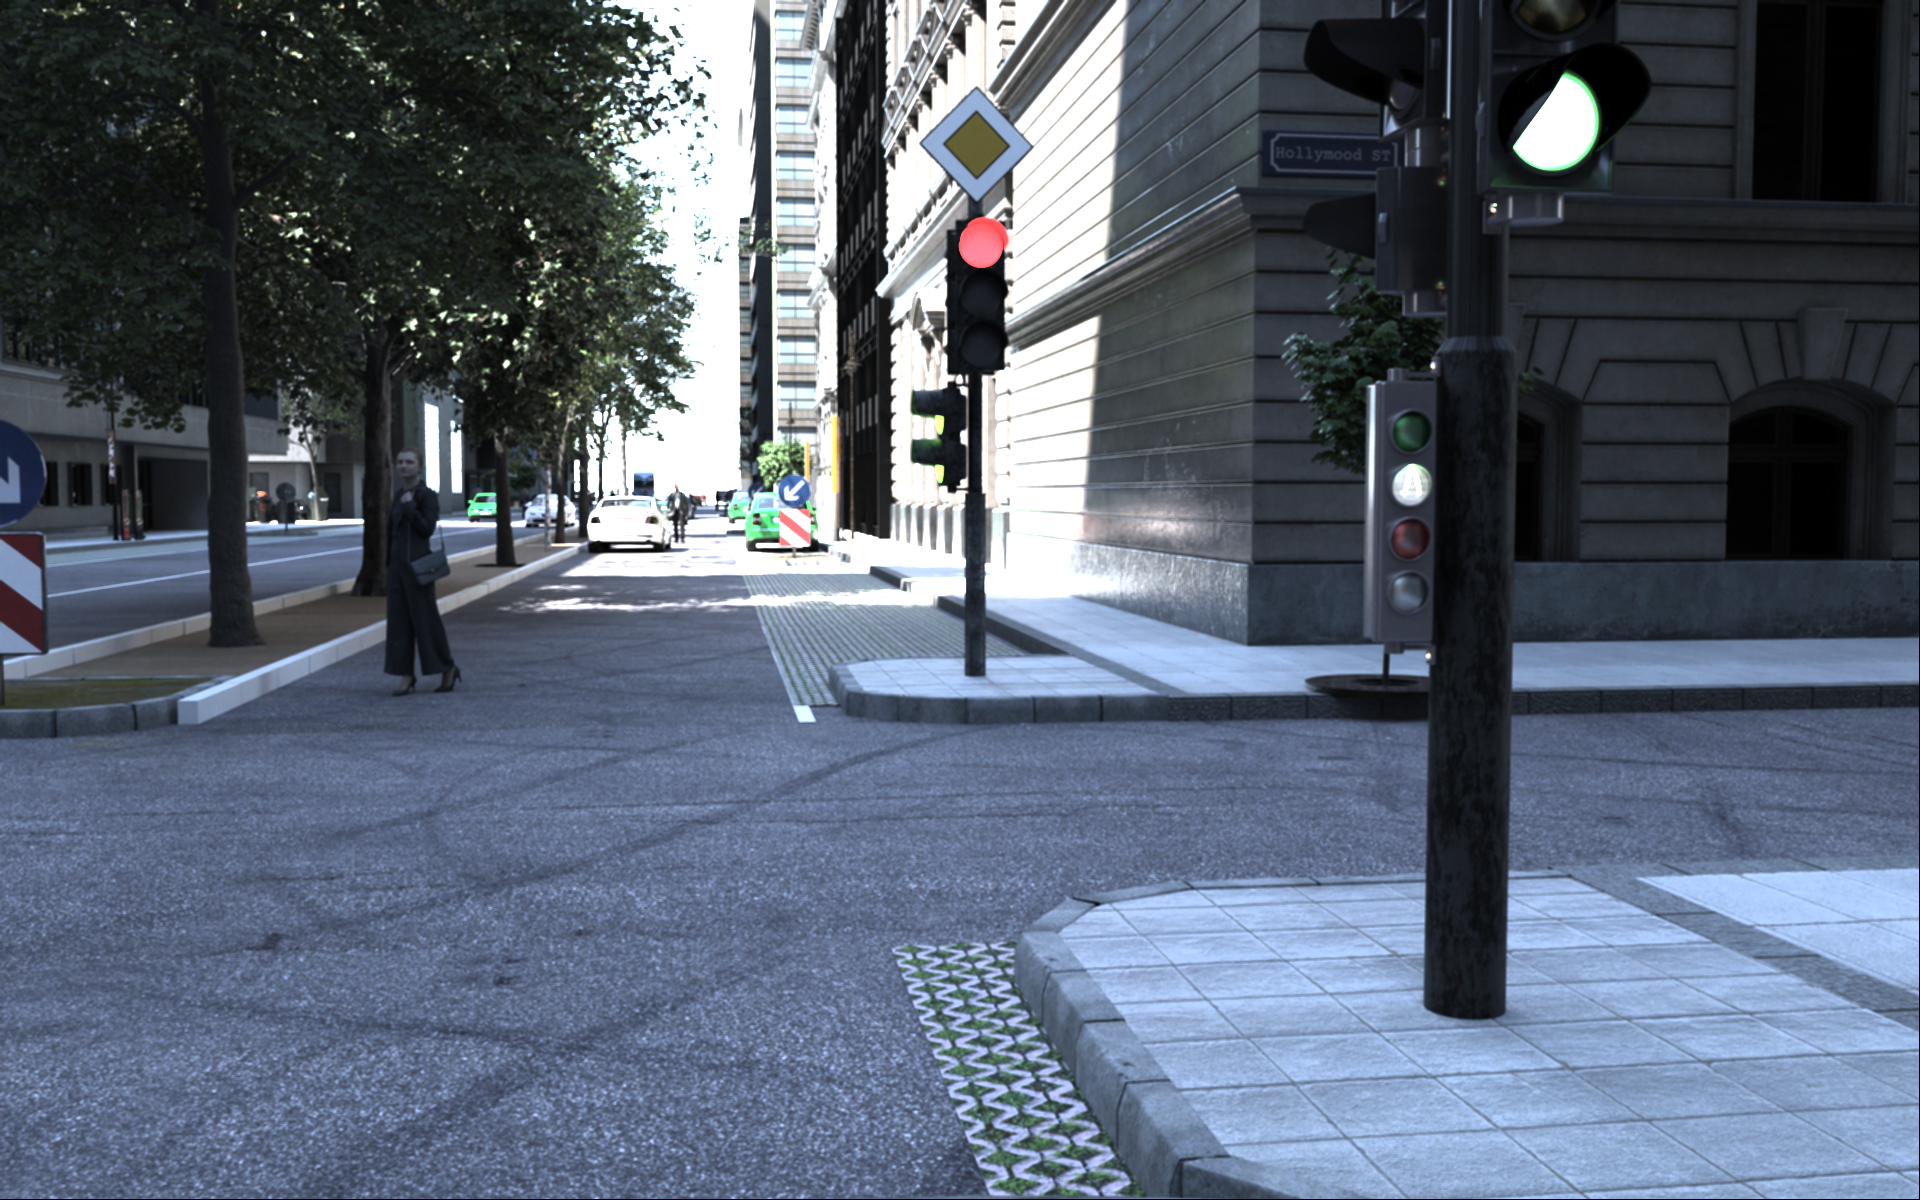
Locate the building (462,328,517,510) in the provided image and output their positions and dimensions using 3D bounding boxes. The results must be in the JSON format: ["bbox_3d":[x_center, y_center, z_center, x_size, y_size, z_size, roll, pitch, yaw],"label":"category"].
[{"bbox_3d":[-51.399,-33.699,140.215,28.713,52.752,27.495,-1,4,-8],"label":"building"}]

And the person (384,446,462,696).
[{"bbox_3d":[-3.913,-0.216,12.448,0.576,1.772,0.534,1,4,16],"label":"person"}]

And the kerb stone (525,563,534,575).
[{"bbox_3d":[-7.656,-0.509,30.512,0.120,0.150,1.000,-1,4,-8],"label":"kerb stone"}]

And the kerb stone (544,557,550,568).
[{"bbox_3d":[-8.093,-0.695,33.556,0.120,0.150,1.000,-1,4,-8],"label":"kerb stone"}]

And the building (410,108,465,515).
[{"bbox_3d":[-43.969,-48.800,110.560,22.319,86.520,31.000,-1,4,-8],"label":"building"}]

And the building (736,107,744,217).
[{"bbox_3d":[-15.280,-39.346,232.552,28.713,52.752,27.495,-1,4,-8],"label":"building"}]

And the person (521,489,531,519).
[{"bbox_3d":[-25.281,-5.624,100.998,0.990,1.755,0.434,3,5,40],"label":"person"}]

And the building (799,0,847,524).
[{"bbox_3d":[0.441,-17.663,76.187,14.401,28.519,23.554,-1,4,-8],"label":"building"}]

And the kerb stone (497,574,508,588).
[{"bbox_3d":[-7.066,-0.260,26.467,0.120,0.150,1.000,-1,4,-8],"label":"kerb stone"}]

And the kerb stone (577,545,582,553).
[{"bbox_3d":[-9.261,-1.182,41.659,0.120,0.150,1.000,-1,4,-8],"label":"kerb stone"}]

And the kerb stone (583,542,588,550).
[{"bbox_3d":[-9.554,-1.314,43.687,0.120,0.150,1.000,-1,4,-8],"label":"kerb stone"}]

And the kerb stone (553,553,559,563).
[{"bbox_3d":[-8.389,-0.817,35.585,0.120,0.150,1.000,-1,4,-8],"label":"kerb stone"}]

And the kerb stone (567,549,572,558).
[{"bbox_3d":[-8.819,-1.005,38.625,0.120,0.150,1.000,-1,4,-8],"label":"kerb stone"}]

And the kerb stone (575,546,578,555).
[{"bbox_3d":[-9.117,-1.128,40.647,0.120,0.150,1.000,-1,4,-8],"label":"kerb stone"}]

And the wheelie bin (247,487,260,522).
[{"bbox_3d":[-32.181,-4.319,78.521,0.980,1.594,0.693,0,4,-3],"label":"wheelie bin"}]

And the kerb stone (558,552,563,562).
[{"bbox_3d":[-8.539,-0.881,36.596,0.120,0.150,1.000,-1,4,-8],"label":"kerb stone"}]

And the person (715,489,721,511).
[{"bbox_3d":[-20.405,-8.395,145.769,0.705,1.822,1.348,-2,4,-29],"label":"person"}]

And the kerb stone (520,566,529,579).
[{"bbox_3d":[-7.500,-0.444,29.502,0.120,0.150,1.000,-1,4,-8],"label":"kerb stone"}]

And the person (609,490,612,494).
[{"bbox_3d":[-31.450,-9.017,155.920,0.705,1.826,1.348,-1,4,-20],"label":"person"}]

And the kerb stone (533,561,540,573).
[{"bbox_3d":[-7.804,-0.570,31.523,0.120,0.150,1.000,-1,4,-8],"label":"kerb stone"}]

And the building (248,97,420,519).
[{"bbox_3d":[-36.912,-19.501,90.541,14.160,30.474,14.107,-1,4,-8],"label":"building"}]

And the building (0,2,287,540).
[{"bbox_3d":[-31.474,-14.275,52.457,14.314,24.678,30.058,-1,4,-8],"label":"building"}]

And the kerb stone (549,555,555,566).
[{"bbox_3d":[-8.241,-0.754,34.568,0.120,0.150,1.000,-1,4,-8],"label":"kerb stone"}]

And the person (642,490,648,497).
[{"bbox_3d":[-21.555,-6.675,118.552,0.530,1.710,0.541,-1,4,-17],"label":"person"}]

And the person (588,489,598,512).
[{"bbox_3d":[-24.668,-6.507,115.616,1.217,1.743,0.721,0,4,-1],"label":"person"}]

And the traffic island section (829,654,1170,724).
[{"bbox_3d":[0.130,0.614,12.250,2.009,0.180,2.903,-1,4,-8],"label":"traffic island section"}]

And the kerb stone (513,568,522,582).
[{"bbox_3d":[-7.358,-0.382,28.490,0.120,0.150,1.000,-1,4,-8],"label":"kerb stone"}]

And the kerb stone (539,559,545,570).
[{"bbox_3d":[-7.954,-0.633,32.539,0.120,0.150,1.000,-1,4,-8],"label":"kerb stone"}]

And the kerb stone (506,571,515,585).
[{"bbox_3d":[-7.218,-0.321,27.477,0.120,0.150,1.000,-1,4,-8],"label":"kerb stone"}]

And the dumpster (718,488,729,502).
[{"bbox_3d":[-33.087,-14.454,241.271,1.985,2.255,1.502,0,4,-8],"label":"dumpster"}]

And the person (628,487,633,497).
[{"bbox_3d":[-17.823,-5.158,92.849,1.348,1.823,0.705,3,5,41],"label":"person"}]

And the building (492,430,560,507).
[{"bbox_3d":[-53.432,-38.921,178.351,21.231,58.520,28.212,-1,4,-8],"label":"building"}]

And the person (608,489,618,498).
[{"bbox_3d":[-28.353,-8.158,141.519,0.705,1.869,1.348,3,5,39],"label":"person"}]

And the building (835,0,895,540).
[{"bbox_3d":[2.672,-13.879,56.595,12.332,23.373,15.834,-1,4,-8],"label":"building"}]

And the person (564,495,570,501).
[{"bbox_3d":[-30.462,-7.569,132.330,0.705,1.814,1.350,3,5,44],"label":"person"}]

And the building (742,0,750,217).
[{"bbox_3d":[-14.787,-40.472,203.709,21.231,58.520,28.212,-1,4,-8],"label":"building"}]

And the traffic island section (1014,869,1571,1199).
[{"bbox_3d":[1.271,1.097,4.346,2.009,0.180,2.903,-1,4,-8],"label":"traffic island section"}]

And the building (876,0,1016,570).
[{"bbox_3d":[4.146,-12.804,38.224,11.050,23.489,19.941,-1,4,-8],"label":"building"}]

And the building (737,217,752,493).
[{"bbox_3d":[-16.371,-25.156,182.998,14.160,30.474,14.107,-1,4,-8],"label":"building"}]

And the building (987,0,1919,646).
[{"bbox_3d":[18.447,-12.372,21.362,34.723,24.649,14.460,-1,4,-8],"label":"building"}]

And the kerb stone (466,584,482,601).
[{"bbox_3d":[-6.631,-0.075,23.420,0.120,0.150,1.000,-1,4,-8],"label":"kerb stone"}]

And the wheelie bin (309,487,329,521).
[{"bbox_3d":[-30.083,-4.482,81.187,0.693,1.594,0.980,1,4,21],"label":"wheelie bin"}]

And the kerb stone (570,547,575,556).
[{"bbox_3d":[-8.975,-1.067,39.635,0.120,0.150,1.000,-1,4,-8],"label":"kerb stone"}]

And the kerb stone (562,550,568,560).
[{"bbox_3d":[-8.676,-0.940,37.611,0.120,0.150,1.000,-1,4,-8],"label":"kerb stone"}]

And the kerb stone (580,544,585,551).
[{"bbox_3d":[-9.408,-1.252,42.670,0.120,0.150,1.000,-1,4,-8],"label":"kerb stone"}]

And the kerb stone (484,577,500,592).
[{"bbox_3d":[-6.921,-0.199,25.448,0.120,0.150,1.000,-1,4,-8],"label":"kerb stone"}]

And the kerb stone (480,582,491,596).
[{"bbox_3d":[-6.780,-0.124,24.431,0.120,0.150,1.000,-1,4,-8],"label":"kerb stone"}]

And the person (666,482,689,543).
[{"bbox_3d":[-8.252,-2.557,50.699,0.661,1.777,0.834,-1,4,-14],"label":"person"}]

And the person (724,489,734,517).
[{"bbox_3d":[-14.299,-5.998,107.010,0.683,1.767,0.568,-1,4,-15],"label":"person"}]

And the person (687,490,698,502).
[{"bbox_3d":[-22.026,-8.115,141.892,1.217,1.735,0.721,-3,5,-41],"label":"person"}]
